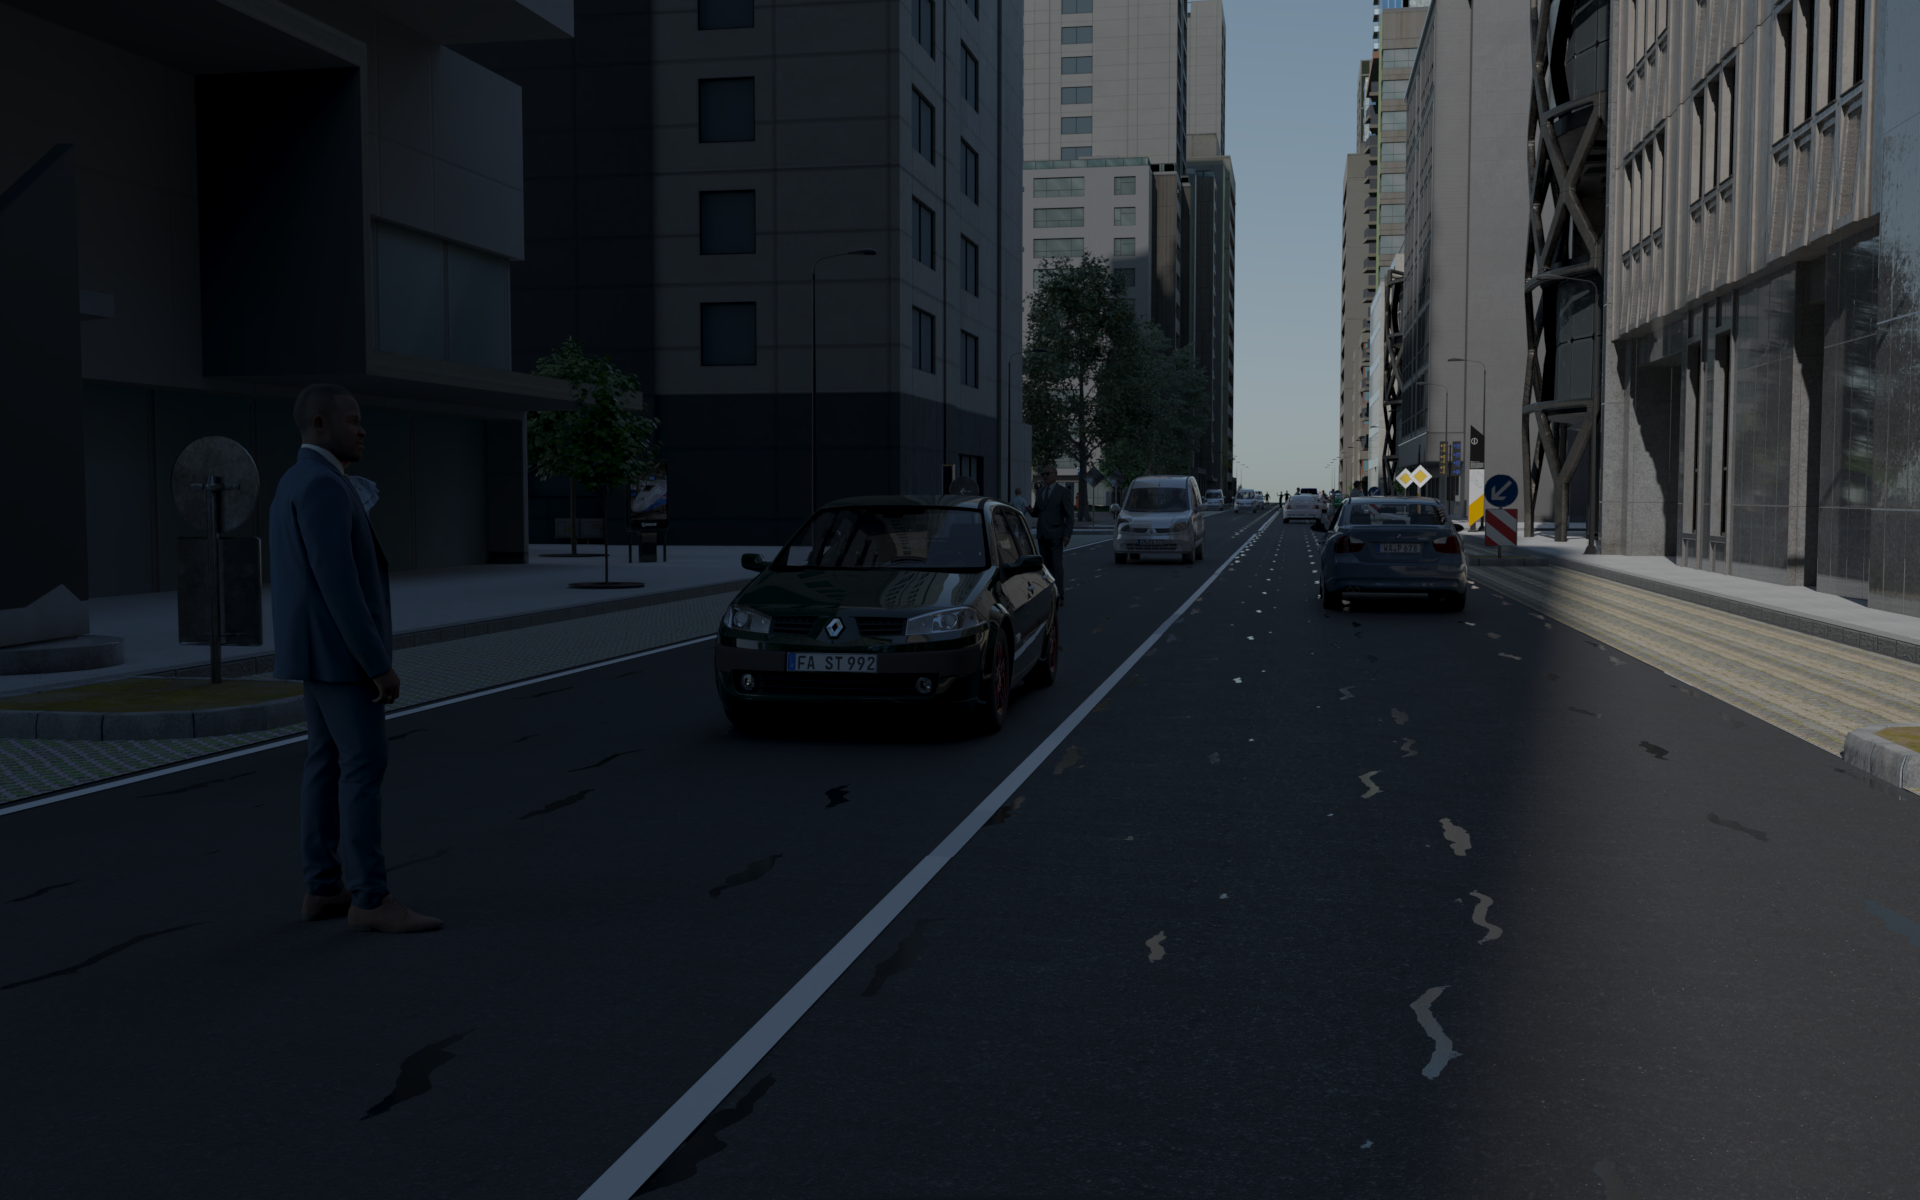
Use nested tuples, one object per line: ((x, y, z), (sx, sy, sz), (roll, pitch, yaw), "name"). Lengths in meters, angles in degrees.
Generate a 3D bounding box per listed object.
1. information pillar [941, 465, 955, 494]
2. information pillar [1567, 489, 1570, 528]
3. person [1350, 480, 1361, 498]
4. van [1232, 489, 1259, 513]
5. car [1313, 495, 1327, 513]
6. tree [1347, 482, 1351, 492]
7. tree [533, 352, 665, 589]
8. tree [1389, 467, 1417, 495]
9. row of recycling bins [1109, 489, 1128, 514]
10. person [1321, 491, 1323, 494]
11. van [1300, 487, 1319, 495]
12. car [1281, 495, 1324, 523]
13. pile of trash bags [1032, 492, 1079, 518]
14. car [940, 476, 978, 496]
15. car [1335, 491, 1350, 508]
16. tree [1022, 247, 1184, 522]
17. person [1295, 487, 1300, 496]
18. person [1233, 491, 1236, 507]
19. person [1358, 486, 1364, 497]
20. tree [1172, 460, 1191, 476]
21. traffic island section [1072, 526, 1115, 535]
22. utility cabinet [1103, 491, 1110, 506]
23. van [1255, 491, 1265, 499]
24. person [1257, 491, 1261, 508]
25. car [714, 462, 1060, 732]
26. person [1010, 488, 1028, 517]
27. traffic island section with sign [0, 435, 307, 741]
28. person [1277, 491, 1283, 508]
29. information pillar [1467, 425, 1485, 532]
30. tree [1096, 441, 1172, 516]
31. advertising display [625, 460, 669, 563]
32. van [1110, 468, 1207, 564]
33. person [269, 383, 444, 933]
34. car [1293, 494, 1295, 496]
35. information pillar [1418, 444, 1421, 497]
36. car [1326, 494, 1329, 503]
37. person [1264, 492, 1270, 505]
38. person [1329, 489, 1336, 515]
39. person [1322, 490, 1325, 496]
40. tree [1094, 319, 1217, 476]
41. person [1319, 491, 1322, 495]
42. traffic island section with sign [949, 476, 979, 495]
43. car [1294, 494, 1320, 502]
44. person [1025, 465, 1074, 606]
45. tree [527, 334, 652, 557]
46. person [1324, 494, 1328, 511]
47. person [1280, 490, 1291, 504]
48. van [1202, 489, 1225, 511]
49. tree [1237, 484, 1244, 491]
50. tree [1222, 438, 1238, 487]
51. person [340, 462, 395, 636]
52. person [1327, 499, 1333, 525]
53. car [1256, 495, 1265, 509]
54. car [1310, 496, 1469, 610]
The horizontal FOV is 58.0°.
((-0.291, -2.370, 43.246), (0.304, 2.012, 0.304), (0, 4, 8), "information pillar")
((22.908, -3.741, 65.662), (0.304, 2.012, 0.304), (-3, 5, -40), "information pillar")
((11.719, -2.657, 51.783), (0.795, 1.843, 0.661), (1, 4, 14), "person")
((21.770, -7.645, 132.003), (2.013, 2.044, 4.112), (1, 4, 11), "van")
((27.327, -7.414, 133.582), (2.083, 1.381, 4.827), (1, 4, 9), "car")
((50.939, -14.008, 223.631), (1.663, 3.219, 1.824), (0, 3, 0), "tree")
((-4.788, -1.775, 23.619), (1.663, 3.219, 1.824), (0, 3, 0), "tree")
((27.052, -6.791, 105.638), (1.663, 3.219, 1.824), (0, 3, 0), "tree")
((11.343, -6.430, 112.238), (3.534, 1.692, 1.069), (2, 4, 26), "row of recycling bins")
((43.044, -12.068, 206.345), (0.617, 1.759, 0.750), (3, 4, 37), "person")
((35.611, -10.558, 177.007), (2.240, 2.365, 5.245), (1, 4, 10), "van")
((16.947, -4.487, 85.725), (2.083, 1.381, 4.827), (1, 4, 12), "car")
((5.492, -5.141, 93.800), (1.912, 1.369, 3.447), (-3, 5, -45), "pile of trash bags")
((-0.356, -0.573, 19.162), (2.009, 1.686, 4.222), (1, 4, 13), "car")
((34.223, -8.976, 155.550), (1.959, 1.807, 4.718), (1, 4, 11), "car")
((5.671, -10.022, 80.862), (9.611, 12.733, 9.660), (0, 3, 0), "tree")
((18.916, -5.387, 96.679), (0.767, 1.812, 0.694), (0, 4, -2), "person")
((30.388, -11.193, 191.520), (0.705, 1.822, 1.348), (1, 4, 16), "person")
((15.723, -3.635, 68.197), (0.793, 1.790, 0.793), (0, 4, 7), "person")
((16.705, -9.429, 137.884), (4.285, 4.588, 4.351), (0, 3, 0), "tree")
((4.729, -2.410, 61.686), (2.009, 0.180, 2.903), (1, 4, 11), "traffic island section")
((11.958, -8.002, 139.507), (0.318, 1.500, 1.173), (3, 4, 39), "utility cabinet")
((35.811, -12.358, 209.062), (2.013, 2.044, 4.112), (1, 4, 12), "van")
((30.796, -10.377, 178.879), (0.721, 1.743, 1.217), (-1, 4, -19), "person")
((-0.360, -0.122, 11.787), (2.009, 1.686, 4.222), (1, 4, 10), "car")
((1.612, -2.321, 48.255), (0.589, 1.601, 0.330), (1, 4, 10), "person")
((-5.071, -0.143, 10.966), (1.989, 1.847, 2.006), (1, 4, 11), "traffic island section with sign")
((32.921, -10.343, 178.411), (0.742, 1.727, 0.445), (2, 4, 25), "person")
((17.384, -4.094, 58.299), (0.504, 3.616, 0.183), (1, 4, 21), "information pillar")
((9.710, -7.346, 103.818), (4.285, 4.588, 4.351), (0, 3, 0), "tree")
((-5.856, -1.665, 32.434), (0.123, 1.923, 0.974), (3, 4, 38), "advertising display")
((4.275, -1.826, 36.859), (2.013, 2.044, 4.112), (1, 4, 12), "van")
((-2.082, 0.177, 5.791), (0.419, 1.800, 0.721), (-3, 5, -40), "person")
((36.122, -10.723, 184.113), (1.959, 1.807, 4.718), (1, 4, 10), "car")
((21.580, -5.509, 81.420), (0.183, 3.616, 0.504), (1, 4, 18), "information pillar")
((53.500, -14.993, 254.914), (2.009, 1.686, 4.222), (1, 4, 11), "car")
((40.467, -13.406, 228.237), (0.990, 1.755, 0.434), (3, 5, 43), "person")
((25.472, -6.720, 118.545), (0.466, 1.800, 0.511), (-1, 4, -18), "person")
((33.835, -9.352, 161.391), (0.705, 1.826, 1.348), (0, 4, -5), "person")
((13.970, -13.353, 124.982), (9.857, 13.997, 8.962), (0, 3, 0), "tree")
((40.715, -11.430, 196.054), (0.621, 1.740, 0.551), (2, 4, 35), "person")
((0.046, -1.762, 37.433), (1.989, 1.847, 2.006), (1, 4, 11), "traffic island section with sign")
((22.965, -6.360, 115.787), (2.131, 1.459, 4.920), (1, 4, 11), "car")
((1.129, -0.830, 22.240), (0.661, 1.801, 0.590), (3, 4, 39), "person")
((-7.889, -3.176, 35.647), (4.285, 4.588, 4.351), (0, 3, 0), "tree")
((31.857, -8.488, 150.499), (0.599, 1.433, 0.991), (3, 4, 36), "person")
((32.972, -10.167, 174.758), (1.348, 1.821, 0.705), (1, 4, 22), "person")
((21.791, -8.670, 148.765), (2.013, 2.044, 4.112), (1, 4, 10), "van")
((48.519, -18.712, 300.537), (1.663, 3.219, 1.824), (0, 3, 0), "tree")
((32.963, -16.458, 219.455), (4.360, 8.622, 3.978), (0, 3, 0), "tree")
((-3.408, -0.048, 9.385), (0.616, 1.811, 0.778), (-3, 4, -38), "person")
((17.029, -4.030, 79.402), (0.382, 1.210, 0.505), (-1, 4, -12), "person")
((28.373, -9.453, 166.924), (2.083, 1.381, 4.827), (1, 4, 10), "car")
((5.634, -0.659, 22.784), (2.014, 1.417, 4.499), (1, 4, 11), "car")
